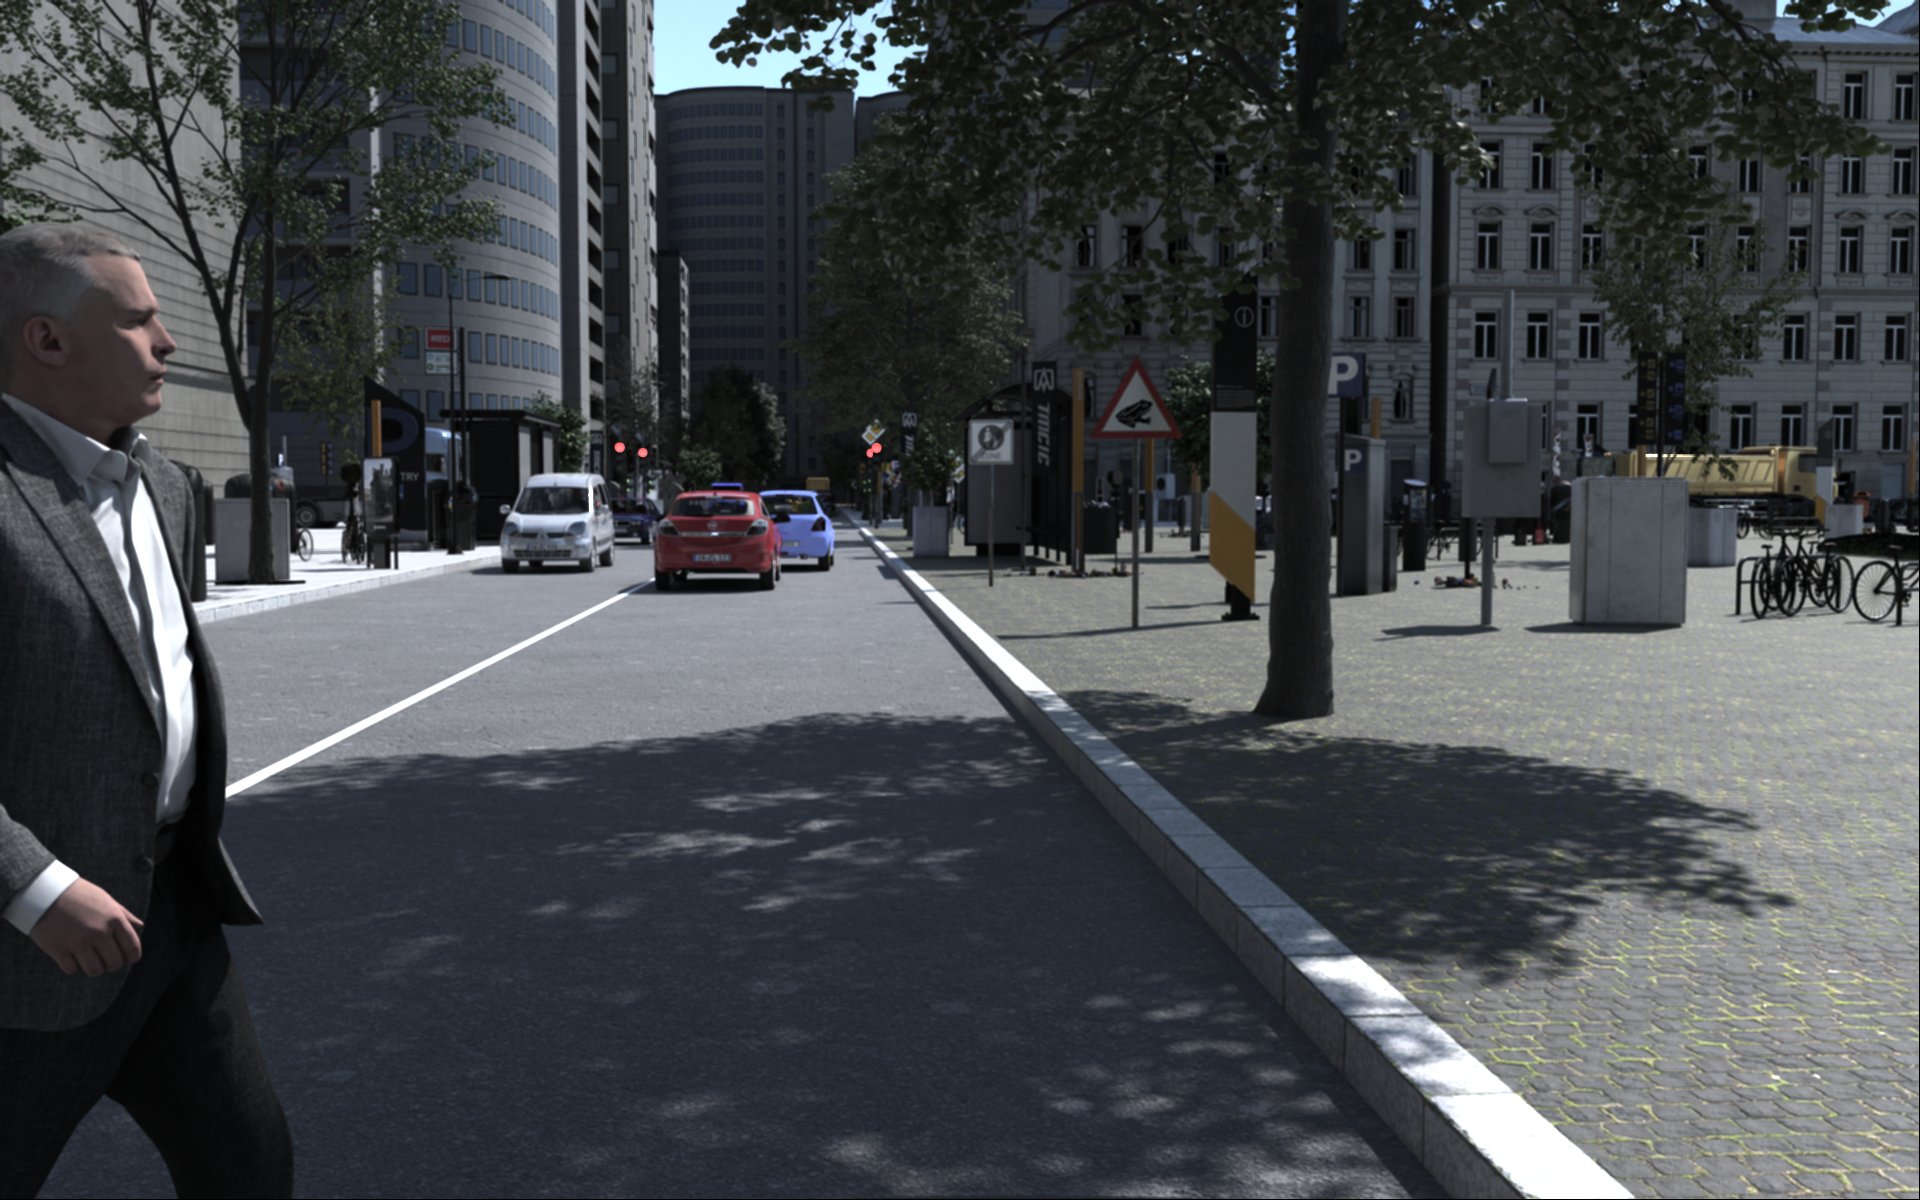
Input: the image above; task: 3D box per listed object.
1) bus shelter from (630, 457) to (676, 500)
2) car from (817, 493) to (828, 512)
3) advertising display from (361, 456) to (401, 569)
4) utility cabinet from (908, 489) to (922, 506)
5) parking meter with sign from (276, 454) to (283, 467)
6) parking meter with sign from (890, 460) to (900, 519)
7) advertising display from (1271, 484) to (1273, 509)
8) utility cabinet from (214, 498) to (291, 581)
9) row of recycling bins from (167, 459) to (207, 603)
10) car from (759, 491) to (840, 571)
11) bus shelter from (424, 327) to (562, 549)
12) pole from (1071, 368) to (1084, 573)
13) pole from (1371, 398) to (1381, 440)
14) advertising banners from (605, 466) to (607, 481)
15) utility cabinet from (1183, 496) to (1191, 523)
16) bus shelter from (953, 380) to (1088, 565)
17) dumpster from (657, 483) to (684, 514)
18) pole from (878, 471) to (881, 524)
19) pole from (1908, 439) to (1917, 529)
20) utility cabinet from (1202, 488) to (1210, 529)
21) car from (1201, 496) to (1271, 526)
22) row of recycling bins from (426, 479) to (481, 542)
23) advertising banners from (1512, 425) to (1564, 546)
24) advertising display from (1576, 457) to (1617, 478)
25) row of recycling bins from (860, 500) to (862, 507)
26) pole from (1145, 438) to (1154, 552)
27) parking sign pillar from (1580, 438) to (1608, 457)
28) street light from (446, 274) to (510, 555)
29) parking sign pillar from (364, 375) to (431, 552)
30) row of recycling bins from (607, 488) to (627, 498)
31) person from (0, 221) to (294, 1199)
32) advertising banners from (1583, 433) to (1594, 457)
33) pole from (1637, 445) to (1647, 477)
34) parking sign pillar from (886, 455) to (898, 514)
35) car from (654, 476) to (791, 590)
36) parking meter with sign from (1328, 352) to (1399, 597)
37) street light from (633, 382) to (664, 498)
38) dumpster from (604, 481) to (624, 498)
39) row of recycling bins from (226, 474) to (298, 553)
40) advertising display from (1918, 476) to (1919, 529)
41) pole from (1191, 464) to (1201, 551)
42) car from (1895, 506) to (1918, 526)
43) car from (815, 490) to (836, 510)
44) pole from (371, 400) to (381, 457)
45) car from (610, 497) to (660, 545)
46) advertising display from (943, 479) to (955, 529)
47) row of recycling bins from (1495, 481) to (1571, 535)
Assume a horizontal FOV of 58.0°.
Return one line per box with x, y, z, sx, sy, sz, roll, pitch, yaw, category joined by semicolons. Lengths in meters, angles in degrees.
-17.313;-6.361;97.933;2.014;3.302;5.546;0;4;-4;bus shelter
-11.600;-7.940;139.416;1.945;1.707;3.694;0;4;-4;car
-9.944;-1.501;29.752;0.974;1.923;0.123;3;5;39;advertising display
-2.138;-4.554;83.138;0.318;1.500;1.173;-1;4;-22;utility cabinet
-30.103;-4.794;74.647;1.738;3.016;0.543;0;4;0;parking meter with sign
-3.295;-5.627;88.264;0.543;3.016;1.738;0;4;-1;parking meter with sign
10.434;-3.137;56.504;0.123;1.923;0.974;3;5;40;advertising display
-10.546;-0.897;25.823;1.020;1.237;0.306;-1;4;-17;utility cabinet
-9.516;-0.742;19.243;1.069;1.692;3.534;0;4;2;row of recycling bins
-3.311;-1.463;33.518;1.945;1.707;3.694;0;4;-3;car
-11.948;-4.081;44.357;2.179;5.291;8.768;0;4;-5;bus shelter
1.920;-2.103;28.224;0.158;3.312;0.155;0;3;0;pole
8.818;-2.626;36.776;0.158;3.312;0.155;0;3;0;pole
-22.095;-6.817;107.642;0.090;3.025;2.074;-1;4;-20;advertising banners
10.065;-3.965;75.991;0.306;1.237;1.020;2;4;25;utility cabinet
1.062;-2.417;33.445;2.014;3.302;5.546;0;4;-4;bus shelter
-14.683;-5.025;87.909;1.264;1.857;1.865;0;4;-5;dumpster
-3.476;-4.926;74.387;0.158;3.312;0.155;0;3;0;pole
35.118;-4.284;63.891;0.158;3.312;0.155;0;3;0;pole
9.293;-3.277;62.263;1.173;1.500;0.318;0;4;6;utility cabinet
12.047;-3.502;69.611;4.827;1.381;2.083;0;4;-5;car
-13.916;-2.482;47.693;1.069;1.692;3.534;0;4;-3;row of recycling bins
14.579;-2.901;43.620;2.074;3.025;0.090;-3;4;-37;advertising banners
11.051;-1.523;30.114;0.974;1.923;0.123;-2;4;-34;advertising display
-6.860;-7.946;137.027;1.069;1.692;3.534;2;4;27;row of recycling bins
4.162;-2.704;38.046;0.158;3.312;0.155;0;3;0;pole
28.261;-5.429;77.230;1.447;3.967;1.447;-3;4;-36;parking sign pillar
-10.193;-3.923;36.676;1.470;5.913;1.316;0;4;-4;street light
-12.738;-3.095;39.081;1.447;3.967;1.447;-1;4;-14;parking sign pillar
-16.056;-4.502;80.725;1.069;1.692;3.534;0;4;-8;row of recycling bins
-1.099;0.404;2.297;0.834;1.777;0.661;0;4;-1;person
18.762;-3.325;50.549;2.074;3.025;0.090;-3;4;-36;advertising banners
16.385;-2.923;41.642;0.158;3.312;0.155;0;3;0;pole
-4.729;-7.642;113.412;1.447;3.967;1.447;-3;4;-36;parking sign pillar
-3.764;-1.118;27.327;2.155;1.783;4.494;0;4;-4;car
5.165;-1.586;22.186;0.543;3.016;1.738;2;4;31;parking meter with sign
-13.003;-6.093;72.166;1.470;5.913;1.316;0;4;-4;street light
-15.496;-4.308;76.187;1.264;1.857;1.865;0;4;-4;dumpster
-14.829;-1.809;36.693;1.069;1.692;3.534;-1;4;-10;row of recycling bins
17.335;-1.539;30.381;0.974;1.923;0.123;0;4;3;advertising display
5.277;-2.744;38.707;0.158;3.312;0.155;0;3;0;pole
41.484;-3.880;72.229;4.718;1.807;1.959;0;4;-4;car
-12.260;-9.002;155.851;2.281;1.827;5.304;0;4;-5;car
-12.683;-2.682;37.699;0.158;3.312;0.155;0;3;0;pole
-9.605;-2.280;49.858;1.945;1.354;3.894;0;4;-2;car
-0.400;-3.623;64.452;0.123;1.923;0.974;1;4;19;advertising display
18.717;-2.930;55.018;3.534;1.692;1.069;0;4;4;row of recycling bins
